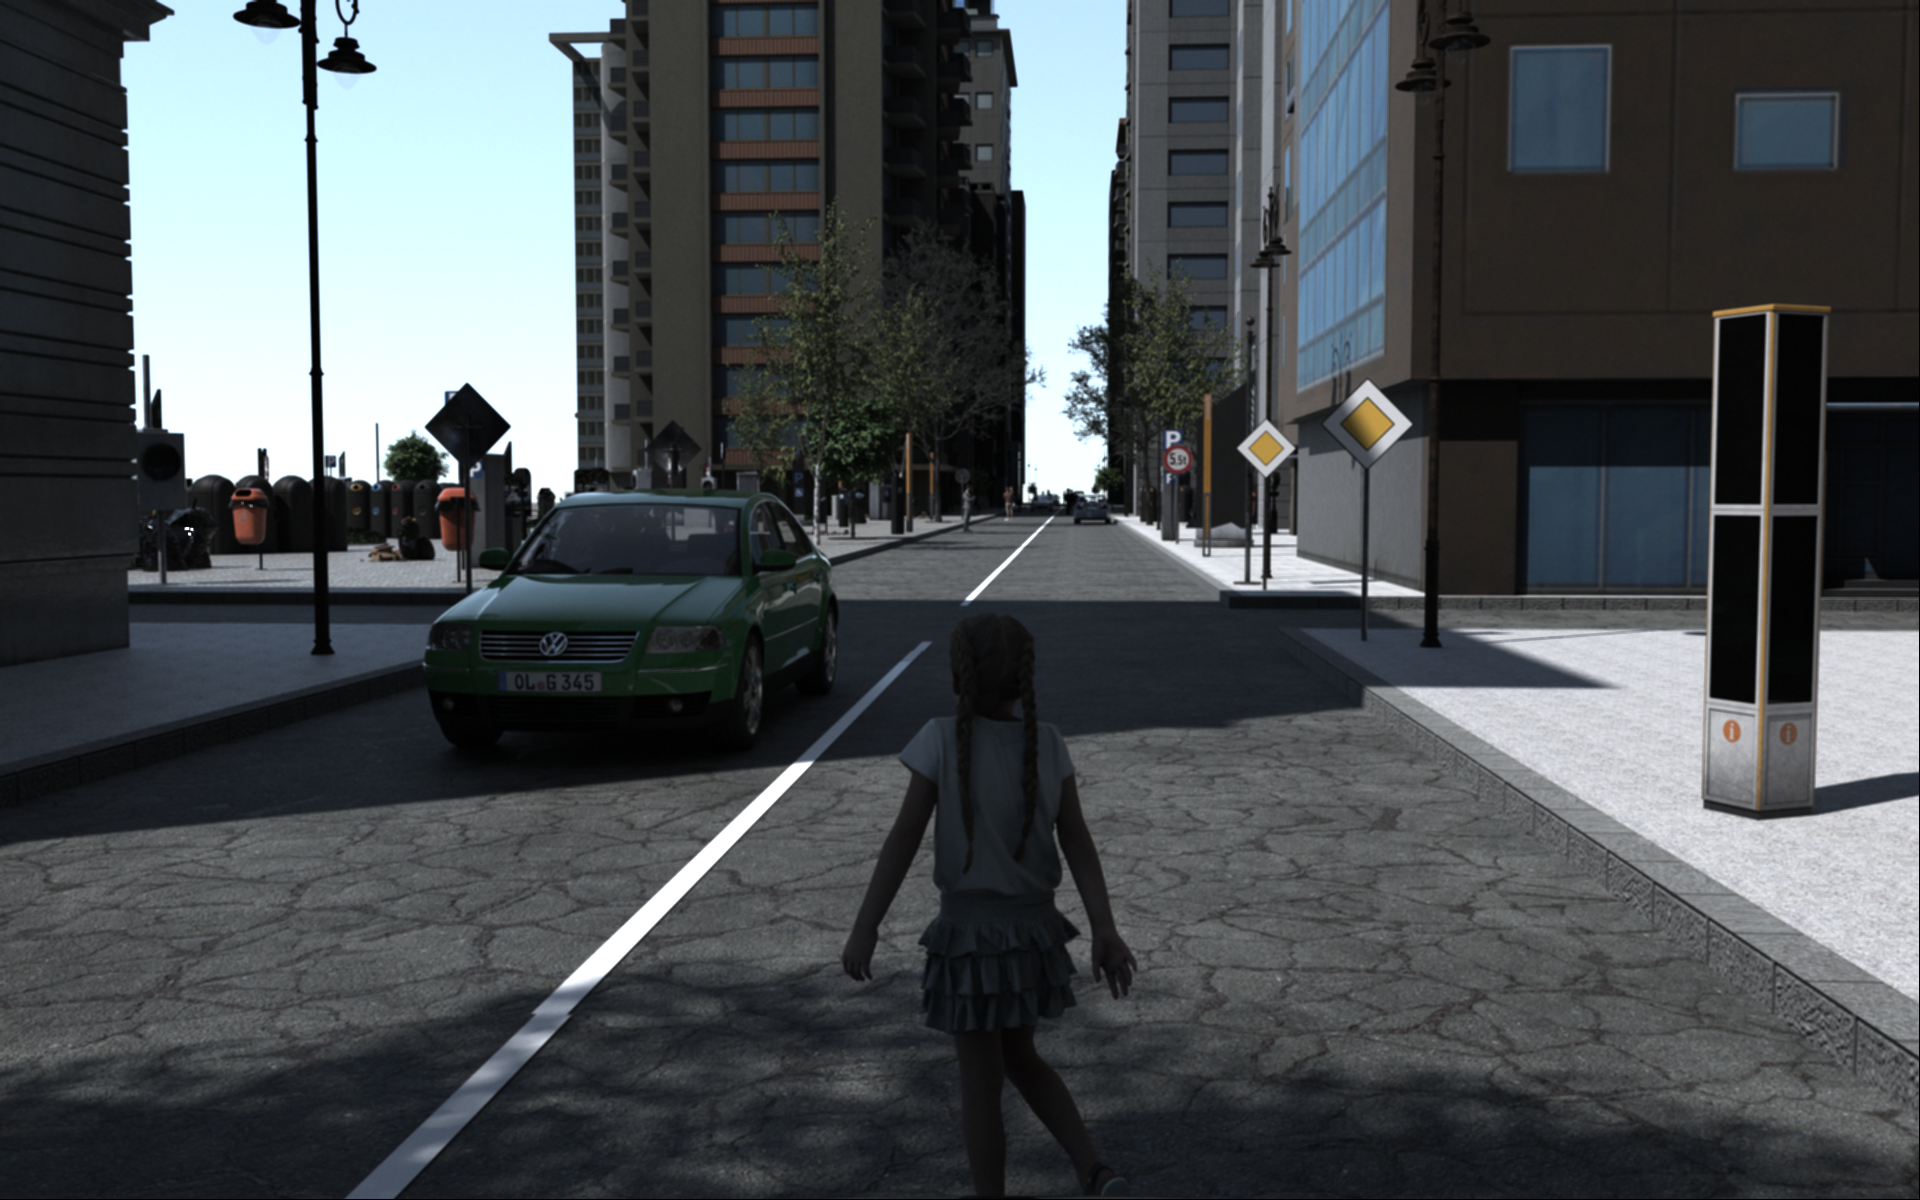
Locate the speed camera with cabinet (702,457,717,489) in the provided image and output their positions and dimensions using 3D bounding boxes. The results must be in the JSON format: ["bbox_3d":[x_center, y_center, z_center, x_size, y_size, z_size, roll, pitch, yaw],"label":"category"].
[{"bbox_3d":[-14.031,-6.001,92.446,2.038,3.252,0.660,1,4,11],"label":"speed camera with cabinet"}]

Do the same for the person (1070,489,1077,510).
[{"bbox_3d":[10.280,-9.298,160.153,1.348,1.869,0.705,3,4,36],"label":"person"}]

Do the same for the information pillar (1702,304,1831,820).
[{"bbox_3d":[3.217,-0.149,6.929,0.304,2.012,0.304,-1,4,-21],"label":"information pillar"}]

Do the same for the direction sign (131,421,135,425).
[{"bbox_3d":[-24.034,-3.552,50.068,0.379,3.537,0.876,0,3,0],"label":"direction sign"}]

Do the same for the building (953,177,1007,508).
[{"bbox_3d":[-2.924,-23.768,160.307,14.160,30.474,14.107,0,4,4],"label":"building"}]

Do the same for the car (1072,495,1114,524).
[{"bbox_3d":[6.454,-4.419,84.261,2.014,1.417,4.499,0,4,6],"label":"car"}]

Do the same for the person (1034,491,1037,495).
[{"bbox_3d":[8.519,-11.354,194.812,0.551,1.740,0.621,2,4,25],"label":"person"}]

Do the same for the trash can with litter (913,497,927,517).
[{"bbox_3d":[-2.267,-5.160,95.754,1.055,1.170,0.624,0,4,0],"label":"trash can with litter"}]

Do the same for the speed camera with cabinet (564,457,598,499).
[{"bbox_3d":[-20.305,-6.060,93.418,2.038,3.252,0.660,0,4,8],"label":"speed camera with cabinet"}]

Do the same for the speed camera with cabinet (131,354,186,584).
[{"bbox_3d":[-11.888,-1.816,24.028,0.660,3.252,2.038,3,5,44],"label":"speed camera with cabinet"}]

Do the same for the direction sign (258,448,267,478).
[{"bbox_3d":[-34.416,-5.720,85.523,0.379,3.537,0.876,0,4,5],"label":"direction sign"}]

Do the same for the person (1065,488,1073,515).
[{"bbox_3d":[7.509,-6.803,119.699,0.705,1.831,1.348,2,4,25],"label":"person"}]

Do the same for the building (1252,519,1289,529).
[{"bbox_3d":[22.648,-32.566,74.458,21.231,58.520,28.212,0,4,4],"label":"building"}]

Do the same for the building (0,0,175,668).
[{"bbox_3d":[-17.012,-10.606,9.559,21.152,22.565,11.583,0,4,4],"label":"building"}]

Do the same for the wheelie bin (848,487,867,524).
[{"bbox_3d":[-4.437,-4.088,74.749,0.693,1.594,0.980,-3,5,-41],"label":"wheelie bin"}]

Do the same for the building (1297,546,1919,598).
[{"bbox_3d":[13.109,-23.025,26.570,14.200,45.320,14.600,0,4,4],"label":"building"}]

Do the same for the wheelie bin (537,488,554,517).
[{"bbox_3d":[-21.415,-4.998,89.626,0.693,1.594,0.980,2,4,35],"label":"wheelie bin"}]

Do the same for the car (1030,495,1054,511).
[{"bbox_3d":[6.915,-8.207,146.546,2.083,1.381,4.827,0,4,3],"label":"car"}]

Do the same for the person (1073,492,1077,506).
[{"bbox_3d":[13.272,-11.812,202.349,1.217,1.736,0.721,-3,4,-38],"label":"person"}]

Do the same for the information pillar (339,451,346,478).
[{"bbox_3d":[-33.461,-6.269,93.861,0.504,3.616,0.183,3,4,36],"label":"information pillar"}]

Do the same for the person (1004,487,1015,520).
[{"bbox_3d":[2.714,-5.245,94.236,0.573,1.828,0.580,3,4,38],"label":"person"}]

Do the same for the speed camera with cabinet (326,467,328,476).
[{"bbox_3d":[-34.245,-5.954,91.686,2.038,3.252,0.660,1,4,11],"label":"speed camera with cabinet"}]

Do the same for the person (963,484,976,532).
[{"bbox_3d":[0.359,-3.473,65.463,0.466,1.800,0.511,0,4,8],"label":"person"}]

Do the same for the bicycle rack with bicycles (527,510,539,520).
[{"bbox_3d":[-19.053,-3.602,72.270,2.852,0.926,2.925,1,4,22],"label":"bicycle rack with bicycles"}]

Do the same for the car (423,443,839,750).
[{"bbox_3d":[-1.911,-0.144,11.145,1.959,1.807,4.718,0,4,5],"label":"car"}]

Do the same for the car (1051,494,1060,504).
[{"bbox_3d":[13.776,-14.906,255.505,2.131,1.459,4.920,0,4,2],"label":"car"}]

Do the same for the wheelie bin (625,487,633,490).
[{"bbox_3d":[-14.244,-4.133,75.479,0.980,1.594,0.693,-1,4,-21],"label":"wheelie bin"}]

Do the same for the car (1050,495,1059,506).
[{"bbox_3d":[11.393,-12.425,215.513,2.083,1.381,4.827,0,4,5],"label":"car"}]

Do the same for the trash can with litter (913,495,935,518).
[{"bbox_3d":[-1.851,-4.922,91.526,2.233,1.210,1.678,-2,4,-25],"label":"trash can with litter"}]

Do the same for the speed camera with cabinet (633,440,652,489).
[{"bbox_3d":[-11.775,-4.225,63.420,0.660,3.252,2.038,-1,4,-21],"label":"speed camera with cabinet"}]

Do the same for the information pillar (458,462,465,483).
[{"bbox_3d":[-28.755,-6.651,100.104,0.504,3.616,0.183,-1,4,-20],"label":"information pillar"}]

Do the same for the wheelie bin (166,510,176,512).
[{"bbox_3d":[-22.233,-2.487,48.566,0.693,1.594,0.980,0,4,-3],"label":"wheelie bin"}]

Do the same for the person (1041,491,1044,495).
[{"bbox_3d":[9.693,-11.815,201.756,0.705,1.814,1.350,-1,4,-23],"label":"person"}]

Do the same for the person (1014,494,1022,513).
[{"bbox_3d":[4.462,-7.437,133.320,0.697,1.427,0.421,2,4,26],"label":"person"}]

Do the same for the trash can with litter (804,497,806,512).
[{"bbox_3d":[-8.759,-5.025,93.548,0.624,1.170,1.055,-3,4,-37],"label":"trash can with litter"}]

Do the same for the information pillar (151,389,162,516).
[{"bbox_3d":[-17.773,-2.876,38.378,0.183,3.616,0.504,0,4,-6],"label":"information pillar"}]

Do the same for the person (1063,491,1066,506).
[{"bbox_3d":[12.589,-12.207,208.108,0.705,1.821,1.348,1,4,13],"label":"person"}]

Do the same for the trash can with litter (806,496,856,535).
[{"bbox_3d":[-4.054,-2.676,54.803,2.233,1.210,1.678,-3,5,-43],"label":"trash can with litter"}]

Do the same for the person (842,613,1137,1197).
[{"bbox_3d":[0.051,0.633,3.161,0.505,1.210,0.382,-2,4,-24],"label":"person"}]

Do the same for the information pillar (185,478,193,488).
[{"bbox_3d":[-36.116,-4.690,81.173,0.304,2.012,0.304,-2,4,-28],"label":"information pillar"}]

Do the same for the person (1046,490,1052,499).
[{"bbox_3d":[8.822,-10.100,173.262,0.705,1.869,1.348,3,5,43],"label":"person"}]

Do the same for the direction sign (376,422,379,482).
[{"bbox_3d":[-18.545,-3.865,55.194,0.379,3.537,0.876,-1,4,-16],"label":"direction sign"}]
